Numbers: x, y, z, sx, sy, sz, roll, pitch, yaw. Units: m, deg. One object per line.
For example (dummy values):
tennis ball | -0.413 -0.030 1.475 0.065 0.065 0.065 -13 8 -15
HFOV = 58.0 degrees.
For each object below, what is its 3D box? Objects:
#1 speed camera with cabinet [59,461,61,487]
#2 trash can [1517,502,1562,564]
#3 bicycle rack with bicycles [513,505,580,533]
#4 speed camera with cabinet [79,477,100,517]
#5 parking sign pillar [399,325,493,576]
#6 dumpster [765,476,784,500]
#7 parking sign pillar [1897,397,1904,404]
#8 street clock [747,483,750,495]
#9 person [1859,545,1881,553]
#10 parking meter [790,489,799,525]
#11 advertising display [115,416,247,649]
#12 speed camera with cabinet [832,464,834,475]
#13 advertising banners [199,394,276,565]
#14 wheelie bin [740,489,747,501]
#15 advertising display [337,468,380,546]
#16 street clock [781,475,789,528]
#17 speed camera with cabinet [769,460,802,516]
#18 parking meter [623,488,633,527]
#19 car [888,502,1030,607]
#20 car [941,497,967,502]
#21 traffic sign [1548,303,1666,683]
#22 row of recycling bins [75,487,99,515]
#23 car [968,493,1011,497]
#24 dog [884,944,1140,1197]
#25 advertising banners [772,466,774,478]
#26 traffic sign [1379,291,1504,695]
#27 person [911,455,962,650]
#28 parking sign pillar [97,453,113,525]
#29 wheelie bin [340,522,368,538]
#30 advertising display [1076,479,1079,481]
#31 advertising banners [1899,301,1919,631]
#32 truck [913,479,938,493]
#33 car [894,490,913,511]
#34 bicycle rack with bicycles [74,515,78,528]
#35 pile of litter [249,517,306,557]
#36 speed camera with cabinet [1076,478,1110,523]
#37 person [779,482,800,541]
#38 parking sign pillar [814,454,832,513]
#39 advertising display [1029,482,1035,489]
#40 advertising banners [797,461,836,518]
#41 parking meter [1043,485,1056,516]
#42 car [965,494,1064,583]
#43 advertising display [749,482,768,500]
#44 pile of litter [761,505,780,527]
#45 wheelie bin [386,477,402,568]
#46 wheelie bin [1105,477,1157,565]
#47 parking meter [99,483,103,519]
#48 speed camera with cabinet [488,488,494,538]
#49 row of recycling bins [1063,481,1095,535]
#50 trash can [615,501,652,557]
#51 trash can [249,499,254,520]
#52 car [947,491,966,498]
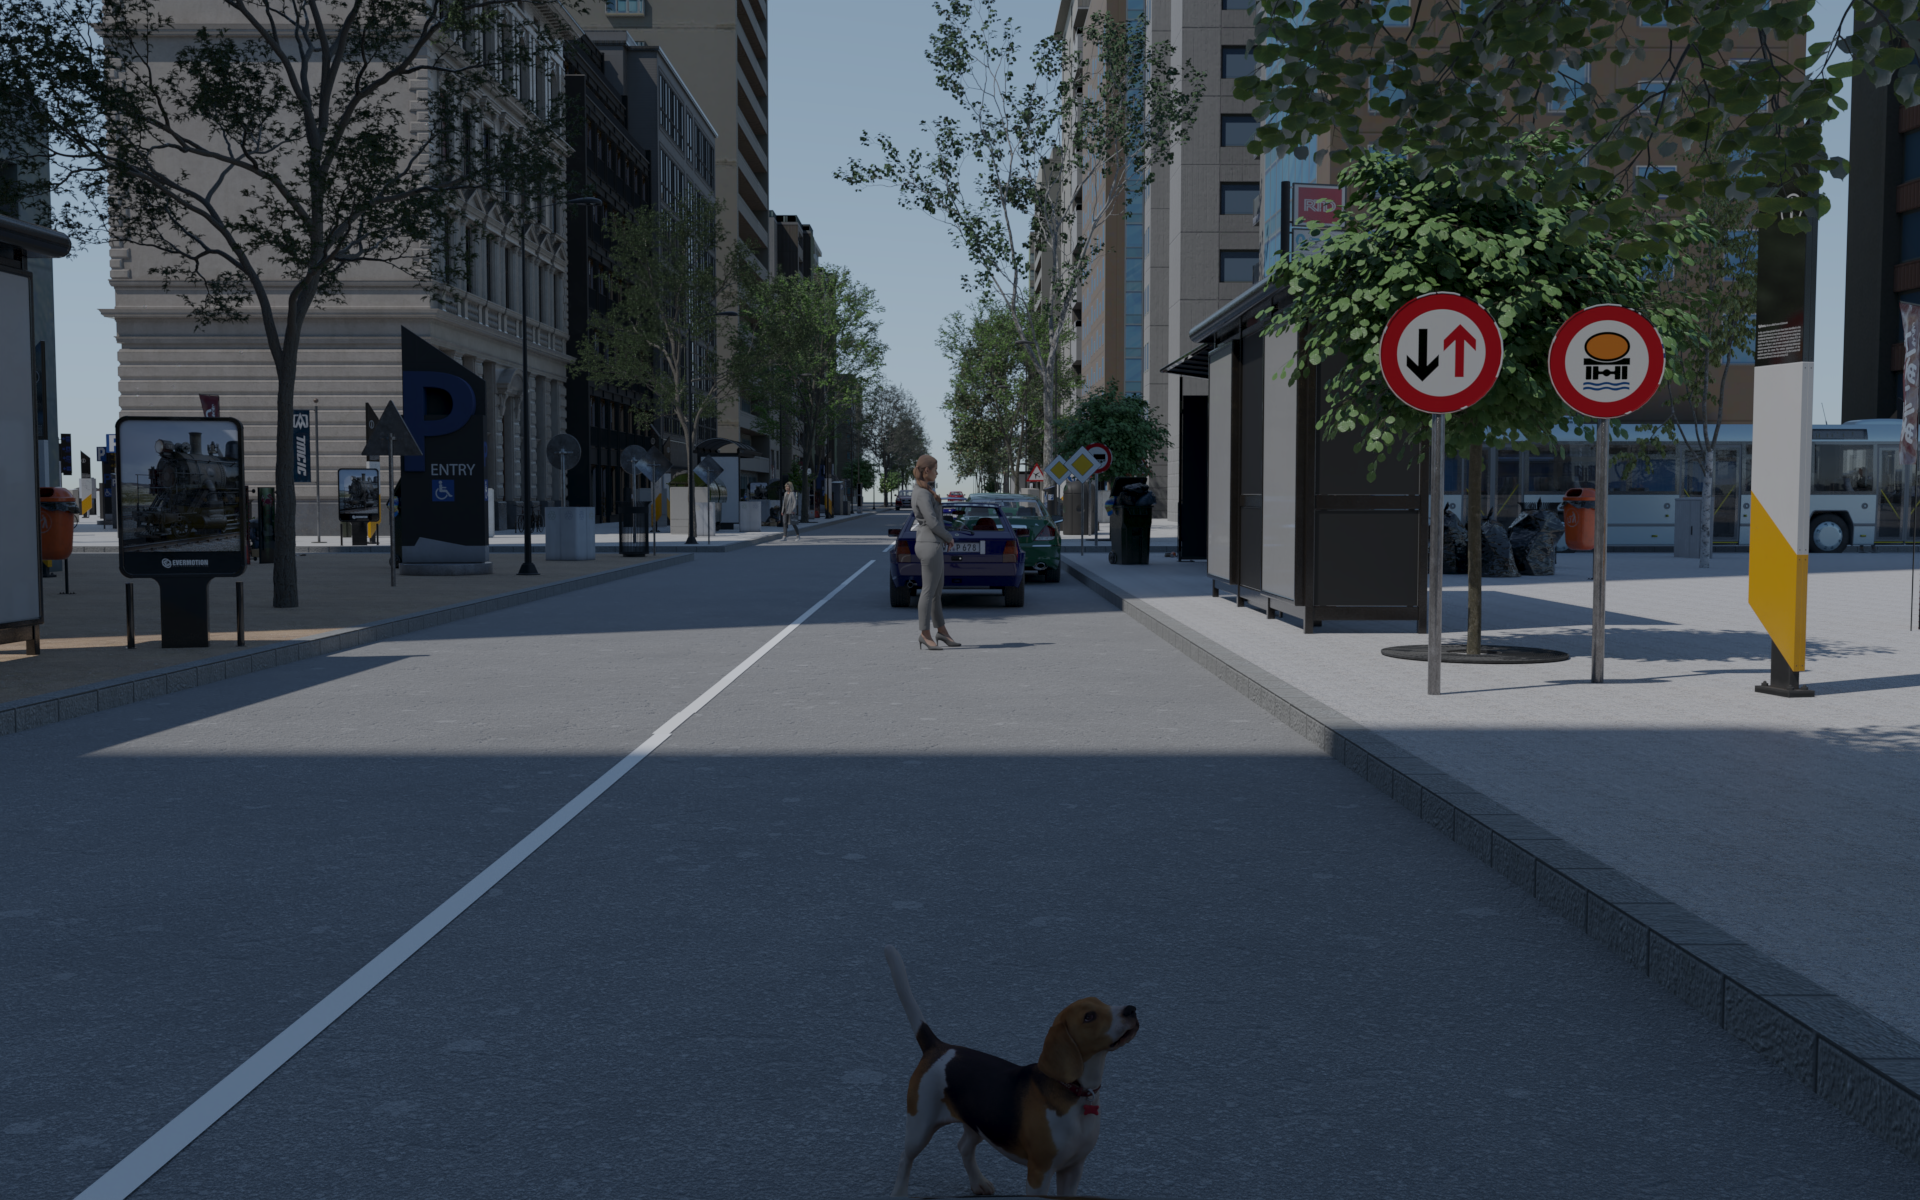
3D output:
speed camera with cabinet | -24.702 -3.155 45.924 2.038 3.252 0.660 2 4 30
trash can | 10.139 -1.143 30.342 0.748 1.137 0.748 0 3 0
bicycle rack with bicycles | -13.690 -2.684 57.264 2.852 0.926 2.925 1 4 10
speed camera with cabinet | -47.911 -6.237 96.312 0.660 3.252 2.038 2 4 24
parking sign pillar | -8.239 -2.397 27.668 1.447 3.967 1.447 0 4 -7
dumpster | -9.035 -5.203 87.570 1.502 2.255 1.985 0 4 0
parking sign pillar | 26.415 -3.625 47.747 1.447 3.967 1.447 -3 4 -36
street clock | -13.368 -6.502 110.879 0.471 2.002 0.358 -3 5 -40
person | 21.831 -2.005 41.460 0.526 1.800 0.537 2 4 24
parking meter | -6.973 -3.935 72.754 0.372 1.533 0.369 0 3 0
advertising display | -6.473 -0.564 14.429 0.974 1.923 0.123 -1 4 -15
speed camera with cabinet | -8.198 -7.257 112.995 0.660 3.252 2.038 0 4 4
advertising banners | -12.980 -2.143 31.225 0.090 3.025 2.074 1 4 15
wheelie bin | -13.260 -5.917 104.648 0.980 1.594 0.693 1 4 15
advertising display | -14.958 -2.317 43.094 0.974 1.923 0.123 -1 4 -23
street clock | -6.532 -3.686 64.836 0.358 2.002 0.471 0 4 -7
speed camera with cabinet | -10.171 -6.585 101.993 2.038 3.252 0.660 1 4 12
parking meter | -12.924 -3.609 67.411 0.372 1.533 0.369 0 3 0
car | -0.021 -0.655 23.290 1.945 1.354 3.894 0 4 1
car | -0.315 -2.620 55.420 1.945 1.354 3.894 0 3 0
traffic sign | 4.332 -0.709 11.693 0.768 2.556 0.104 0 4 5
row of recycling bins | -53.405 -6.074 106.419 1.069 1.692 3.534 0 4 1
car | 0.864 -2.378 47.679 1.959 1.807 4.718 0 4 -1
dog | 0.083 0.974 3.364 0.540 0.507 0.406 1 4 8
advertising banners | -11.614 -6.722 106.091 0.090 3.025 2.074 0 4 7
traffic sign | 3.033 -0.667 11.004 0.768 2.556 0.104 0 4 6
person | -0.186 -0.439 15.952 0.573 1.790 0.520 -1 4 -22
parking sign pillar | -35.417 -5.142 72.543 1.447 3.967 1.447 0 4 -2
wheelie bin | -17.883 -2.640 51.077 0.980 1.594 0.693 0 4 3
advertising display | 5.108 -4.214 74.107 0.123 1.923 0.974 1 4 15
advertising banners | 9.281 -1.239 16.453 2.074 3.025 0.090 -3 5 -41
truck | -4.147 -13.783 215.116 2.967 4.110 18.799 0 3 0
car | -4.614 -8.763 151.946 2.281 1.827 5.304 0 4 0
bicycle rack with bicycles | -32.968 -2.896 60.736 2.925 0.926 2.852 0 4 3
pile of litter | -14.276 -1.320 35.542 1.719 0.858 1.176 -1 4 -23
speed camera with cabinet | 6.038 -5.020 76.416 2.038 3.252 0.660 -3 4 -36
person | -5.103 -2.683 52.544 0.728 1.800 0.709 -3 5 -45
parking sign pillar | -9.040 -7.776 115.604 1.447 3.967 1.447 -1 4 -13
advertising display | 3.948 -5.486 94.904 0.123 1.923 0.974 0 4 -8
advertising banners | -7.673 -5.875 92.249 2.074 3.025 0.090 0 4 -6
parking meter | 2.640 -2.614 51.142 0.372 1.533 0.369 0 3 0
car | 0.727 -1.078 29.429 2.131 1.459 4.920 0 4 0
advertising display | -10.702 -5.315 92.116 0.974 1.923 0.123 -1 4 -14
pile of litter | -7.554 -3.362 68.937 1.176 0.858 1.719 -2 4 -23
wheelie bin | -9.444 -1.353 30.028 0.693 1.594 0.980 1 4 22
wheelie bin | 3.145 -1.448 31.575 0.980 1.594 0.693 -1 4 -20
parking meter | -44.284 -5.128 89.550 0.255 1.863 0.399 0 4 2
speed camera with cabinet | -14.665 -3.431 50.436 2.038 3.252 0.660 -3 4 -36
row of recycling bins | 3.852 -2.961 55.528 1.069 1.692 3.534 0 4 7
trash can | -6.657 -1.449 35.347 0.748 1.137 0.748 0 3 0
trash can | -19.294 -2.126 46.407 0.748 1.137 0.748 0 3 0
car | -0.470 -12.093 206.389 2.281 1.827 5.304 0 3 0
